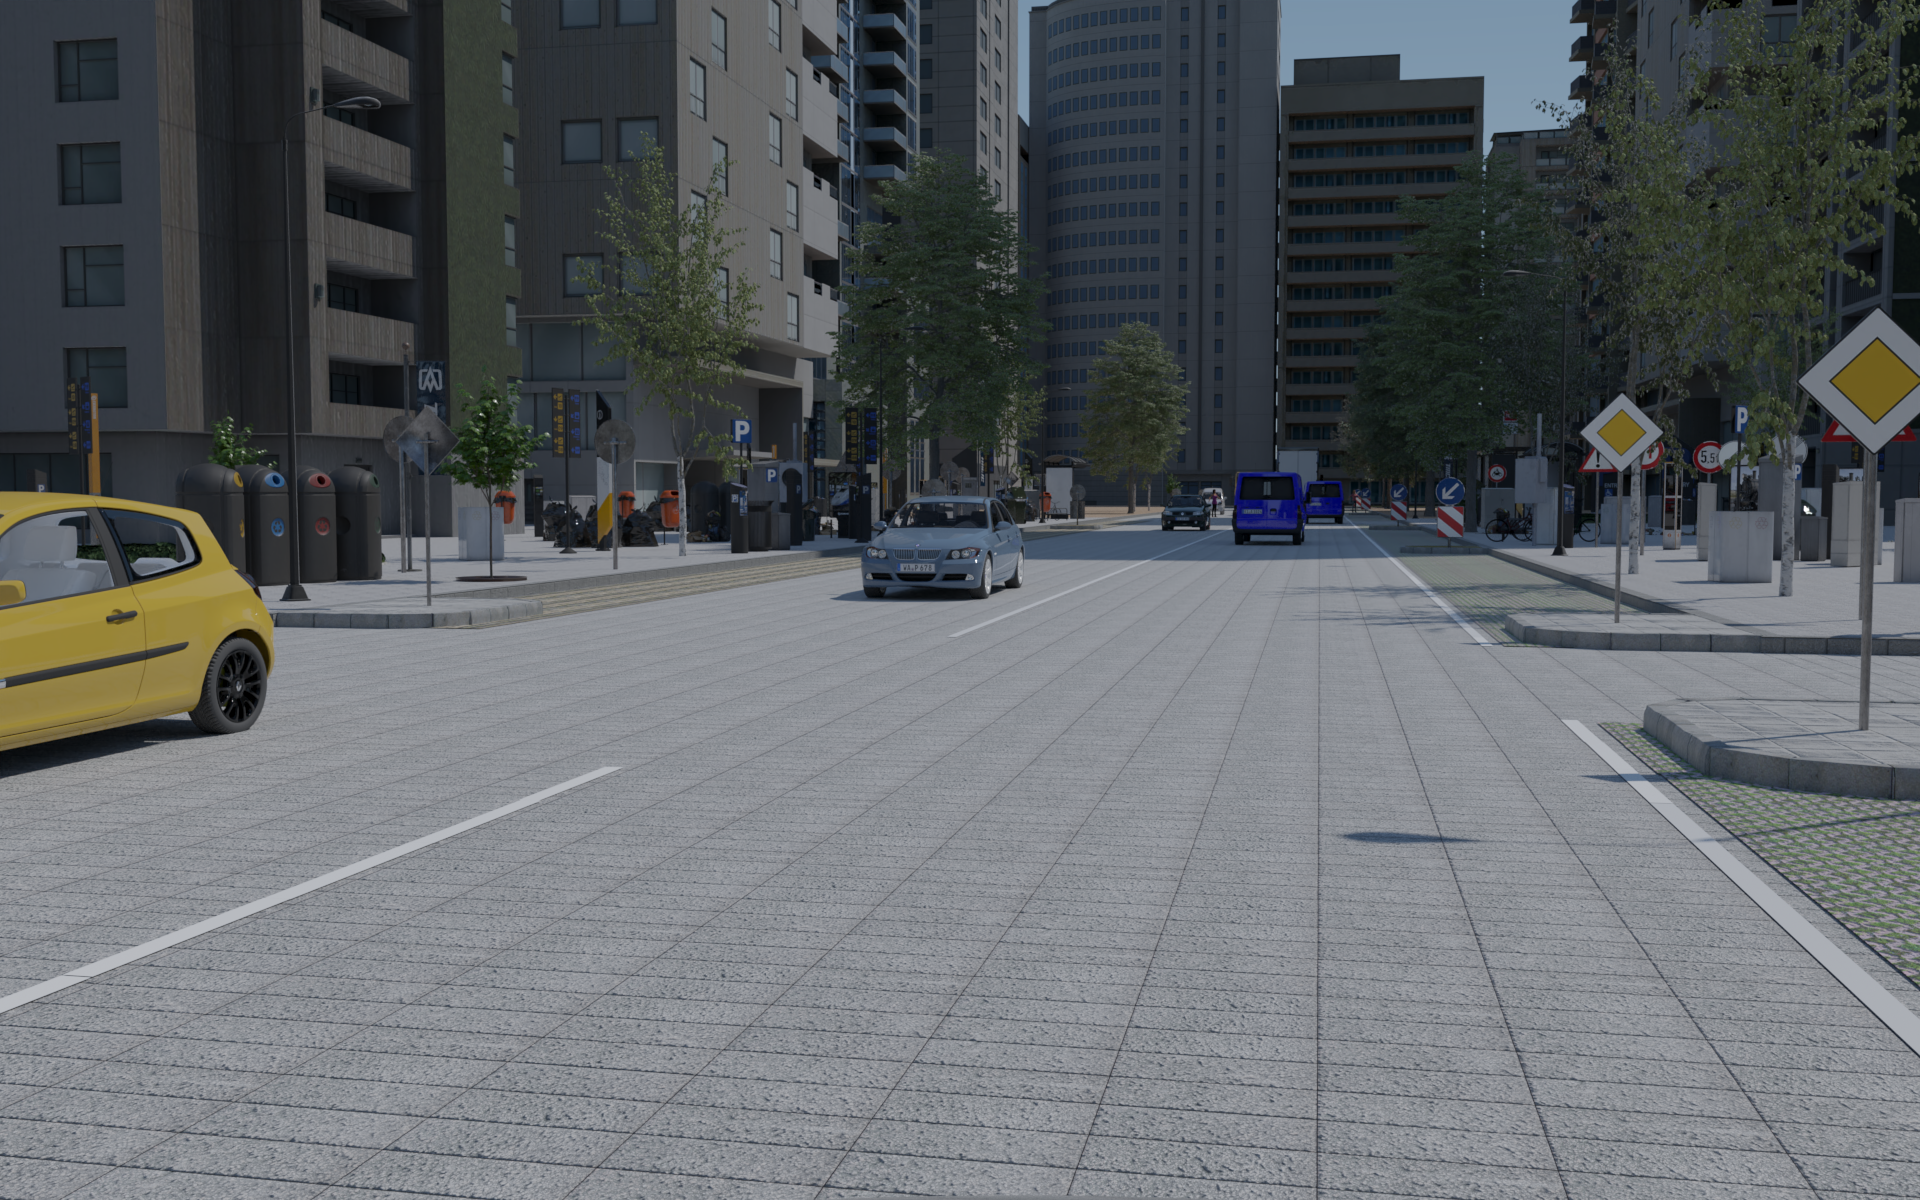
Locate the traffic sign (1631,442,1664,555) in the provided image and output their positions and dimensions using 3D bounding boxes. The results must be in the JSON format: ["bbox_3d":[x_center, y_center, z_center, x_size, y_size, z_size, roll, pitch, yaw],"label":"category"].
[{"bbox_3d":[14.269,-2.206,36.168,0.768,2.556,0.104,1,4,16],"label":"traffic sign"}]

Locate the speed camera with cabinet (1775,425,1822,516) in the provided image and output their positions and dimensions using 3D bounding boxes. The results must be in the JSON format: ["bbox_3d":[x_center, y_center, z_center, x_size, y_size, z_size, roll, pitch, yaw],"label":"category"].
[{"bbox_3d":[23.206,-3.286,48.062,0.660,3.252,2.038,0,4,-5],"label":"speed camera with cabinet"}]

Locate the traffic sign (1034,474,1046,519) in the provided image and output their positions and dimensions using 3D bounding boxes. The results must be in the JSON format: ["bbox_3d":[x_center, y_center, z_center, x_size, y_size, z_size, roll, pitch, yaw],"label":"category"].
[{"bbox_3d":[4.057,-5.245,87.892,0.606,2.300,0.079,1,4,17],"label":"traffic sign"}]

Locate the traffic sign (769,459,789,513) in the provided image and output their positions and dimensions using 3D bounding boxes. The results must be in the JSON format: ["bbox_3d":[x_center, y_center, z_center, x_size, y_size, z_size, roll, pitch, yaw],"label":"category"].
[{"bbox_3d":[-5.216,-2.929,50.014,0.606,2.300,0.079,1,4,14],"label":"traffic sign"}]

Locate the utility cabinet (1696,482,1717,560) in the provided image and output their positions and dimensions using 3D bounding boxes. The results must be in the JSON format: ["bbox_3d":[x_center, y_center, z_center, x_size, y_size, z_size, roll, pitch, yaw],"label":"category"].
[{"bbox_3d":[14.447,-1.518,33.491,0.318,1.500,1.173,1,4,21],"label":"utility cabinet"}]

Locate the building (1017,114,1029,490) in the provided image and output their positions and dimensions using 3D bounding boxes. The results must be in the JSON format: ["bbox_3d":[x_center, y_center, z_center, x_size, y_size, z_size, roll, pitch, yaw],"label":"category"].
[{"bbox_3d":[0.972,-33.714,201.341,14.200,45.320,14.600,1,4,12],"label":"building"}]

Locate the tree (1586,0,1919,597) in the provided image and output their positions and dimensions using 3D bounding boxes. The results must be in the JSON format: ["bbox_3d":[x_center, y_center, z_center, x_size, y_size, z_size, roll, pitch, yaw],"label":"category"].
[{"bbox_3d":[10.150,-4.356,21.576,4.737,8.622,4.395,0,3,0],"label":"tree"}]

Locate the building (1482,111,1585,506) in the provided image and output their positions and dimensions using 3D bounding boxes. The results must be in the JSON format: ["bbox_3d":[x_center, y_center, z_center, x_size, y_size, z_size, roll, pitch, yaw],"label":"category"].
[{"bbox_3d":[64.679,-30.870,188.314,14.086,41.232,14.154,1,4,12],"label":"building"}]

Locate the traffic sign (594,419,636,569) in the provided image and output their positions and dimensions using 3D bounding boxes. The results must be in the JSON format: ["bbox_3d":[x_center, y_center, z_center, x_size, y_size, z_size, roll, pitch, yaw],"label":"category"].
[{"bbox_3d":[-5.866,-1.793,29.416,0.768,2.556,0.104,1,4,14],"label":"traffic sign"}]

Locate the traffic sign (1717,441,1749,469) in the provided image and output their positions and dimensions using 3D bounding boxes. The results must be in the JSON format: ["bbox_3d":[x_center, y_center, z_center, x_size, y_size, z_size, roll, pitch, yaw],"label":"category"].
[{"bbox_3d":[18.539,-2.532,41.496,0.768,2.556,0.104,1,4,21],"label":"traffic sign"}]

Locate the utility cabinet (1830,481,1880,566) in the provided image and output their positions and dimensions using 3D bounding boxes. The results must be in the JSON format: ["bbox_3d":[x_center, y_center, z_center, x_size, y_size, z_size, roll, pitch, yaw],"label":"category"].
[{"bbox_3d":[15.826,-1.343,30.632,1.173,1.500,0.318,-3,4,-39],"label":"utility cabinet"}]

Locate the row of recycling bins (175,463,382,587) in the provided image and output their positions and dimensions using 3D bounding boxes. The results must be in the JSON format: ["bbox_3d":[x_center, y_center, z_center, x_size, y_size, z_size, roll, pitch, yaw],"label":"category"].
[{"bbox_3d":[-9.675,-1.074,24.677,1.069,1.692,3.534,1,4,22],"label":"row of recycling bins"}]

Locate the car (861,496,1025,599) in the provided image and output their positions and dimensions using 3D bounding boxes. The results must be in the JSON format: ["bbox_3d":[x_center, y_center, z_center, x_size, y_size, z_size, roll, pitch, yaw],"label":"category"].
[{"bbox_3d":[-0.158,-0.815,25.320,2.014,1.417,4.499,1,4,11],"label":"car"}]

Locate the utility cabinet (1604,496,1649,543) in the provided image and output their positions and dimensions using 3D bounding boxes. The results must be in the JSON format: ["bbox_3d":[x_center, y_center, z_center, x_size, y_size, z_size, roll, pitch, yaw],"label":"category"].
[{"bbox_3d":[17.647,-2.131,46.000,1.020,1.237,0.306,1,4,11],"label":"utility cabinet"}]

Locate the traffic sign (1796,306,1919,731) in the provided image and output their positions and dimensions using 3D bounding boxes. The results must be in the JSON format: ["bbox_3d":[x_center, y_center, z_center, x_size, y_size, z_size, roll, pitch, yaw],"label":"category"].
[{"bbox_3d":[4.911,-0.349,9.354,0.795,2.450,0.064,1,4,12],"label":"traffic sign"}]

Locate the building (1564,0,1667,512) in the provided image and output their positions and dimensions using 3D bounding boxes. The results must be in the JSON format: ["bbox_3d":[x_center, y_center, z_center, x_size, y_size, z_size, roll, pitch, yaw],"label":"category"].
[{"bbox_3d":[58.293,-29.156,131.328,22.147,44.769,28.867,1,4,12],"label":"building"}]

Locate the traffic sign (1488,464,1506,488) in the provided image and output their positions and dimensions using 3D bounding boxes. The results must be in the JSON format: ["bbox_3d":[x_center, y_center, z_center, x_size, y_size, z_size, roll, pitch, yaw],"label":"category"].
[{"bbox_3d":[22.937,-4.521,74.024,0.768,2.556,0.104,1,4,15],"label":"traffic sign"}]

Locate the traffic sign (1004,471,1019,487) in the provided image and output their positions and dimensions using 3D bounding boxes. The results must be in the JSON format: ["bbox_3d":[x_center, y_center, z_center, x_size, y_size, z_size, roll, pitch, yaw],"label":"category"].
[{"bbox_3d":[2.586,-5.261,87.203,0.795,2.450,0.064,1,4,16],"label":"traffic sign"}]

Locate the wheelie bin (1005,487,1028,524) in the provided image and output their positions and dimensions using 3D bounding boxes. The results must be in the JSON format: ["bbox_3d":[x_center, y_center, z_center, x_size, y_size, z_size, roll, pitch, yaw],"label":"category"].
[{"bbox_3d":[2.395,-4.039,73.948,0.980,1.594,0.693,-2,4,-29],"label":"wheelie bin"}]

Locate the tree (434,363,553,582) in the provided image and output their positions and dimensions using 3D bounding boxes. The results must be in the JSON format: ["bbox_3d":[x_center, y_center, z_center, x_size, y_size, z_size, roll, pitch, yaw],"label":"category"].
[{"bbox_3d":[-7.024,-1.904,25.740,1.663,3.219,1.824,0,3,0],"label":"tree"}]

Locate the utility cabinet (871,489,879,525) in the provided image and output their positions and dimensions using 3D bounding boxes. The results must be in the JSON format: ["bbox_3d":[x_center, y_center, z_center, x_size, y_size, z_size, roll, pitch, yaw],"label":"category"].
[{"bbox_3d":[-3.711,-3.780,70.487,0.318,1.500,1.173,-3,5,-43],"label":"utility cabinet"}]

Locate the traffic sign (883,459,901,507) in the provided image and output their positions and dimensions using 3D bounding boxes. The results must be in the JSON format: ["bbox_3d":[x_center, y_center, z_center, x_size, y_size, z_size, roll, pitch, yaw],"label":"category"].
[{"bbox_3d":[-2.540,-3.879,63.532,0.768,2.556,0.104,1,4,15],"label":"traffic sign"}]

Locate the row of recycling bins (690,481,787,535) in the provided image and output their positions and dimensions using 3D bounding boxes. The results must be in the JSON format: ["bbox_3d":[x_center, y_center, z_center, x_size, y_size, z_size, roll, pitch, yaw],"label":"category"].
[{"bbox_3d":[-6.988,-2.956,55.447,3.534,1.692,1.069,-3,5,-41],"label":"row of recycling bins"}]

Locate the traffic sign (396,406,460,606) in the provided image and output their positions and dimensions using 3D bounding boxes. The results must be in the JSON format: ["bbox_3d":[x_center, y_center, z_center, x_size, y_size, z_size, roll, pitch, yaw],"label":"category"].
[{"bbox_3d":[-6.087,-0.989,19.805,0.795,2.450,0.064,1,4,12],"label":"traffic sign"}]

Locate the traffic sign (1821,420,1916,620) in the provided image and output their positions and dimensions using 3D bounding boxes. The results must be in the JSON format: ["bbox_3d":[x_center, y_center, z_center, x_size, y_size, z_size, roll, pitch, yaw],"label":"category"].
[{"bbox_3d":[9.202,-1.076,17.595,0.884,2.594,0.081,1,4,13],"label":"traffic sign"}]

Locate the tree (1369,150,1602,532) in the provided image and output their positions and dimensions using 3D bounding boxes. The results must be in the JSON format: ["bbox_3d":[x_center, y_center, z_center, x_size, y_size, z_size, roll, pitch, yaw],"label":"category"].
[{"bbox_3d":[17.279,-8.512,57.300,7.486,12.596,7.792,0,3,0],"label":"tree"}]

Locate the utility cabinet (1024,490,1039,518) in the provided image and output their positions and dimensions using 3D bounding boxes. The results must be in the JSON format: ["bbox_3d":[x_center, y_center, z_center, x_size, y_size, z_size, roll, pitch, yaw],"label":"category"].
[{"bbox_3d":[3.689,-5.169,93.184,1.173,1.500,0.318,-1,4,-17],"label":"utility cabinet"}]

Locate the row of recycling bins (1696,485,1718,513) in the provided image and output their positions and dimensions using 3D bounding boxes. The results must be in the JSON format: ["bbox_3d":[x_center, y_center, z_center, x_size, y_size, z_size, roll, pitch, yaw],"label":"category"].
[{"bbox_3d":[33.637,-4.378,78.689,1.069,1.692,3.534,3,4,38],"label":"row of recycling bins"}]

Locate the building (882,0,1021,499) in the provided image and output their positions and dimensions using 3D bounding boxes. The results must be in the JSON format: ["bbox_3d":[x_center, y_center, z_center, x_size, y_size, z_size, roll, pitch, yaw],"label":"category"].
[{"bbox_3d":[-6.557,-43.448,148.620,20.611,71.187,20.563,1,4,12],"label":"building"}]

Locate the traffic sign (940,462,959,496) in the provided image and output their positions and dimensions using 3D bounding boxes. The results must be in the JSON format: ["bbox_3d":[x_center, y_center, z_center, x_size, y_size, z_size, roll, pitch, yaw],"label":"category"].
[{"bbox_3d":[-0.424,-4.141,67.805,0.768,2.556,0.104,1,4,14],"label":"traffic sign"}]

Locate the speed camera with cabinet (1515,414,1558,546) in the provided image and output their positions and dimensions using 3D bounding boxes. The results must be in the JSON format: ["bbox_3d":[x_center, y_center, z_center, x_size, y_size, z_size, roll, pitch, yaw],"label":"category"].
[{"bbox_3d":[14.566,-2.994,43.285,0.660,3.252,2.038,3,5,42],"label":"speed camera with cabinet"}]

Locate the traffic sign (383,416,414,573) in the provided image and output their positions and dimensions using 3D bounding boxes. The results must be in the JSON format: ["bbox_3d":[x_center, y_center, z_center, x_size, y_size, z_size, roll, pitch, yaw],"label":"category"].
[{"bbox_3d":[-9.064,-1.715,28.148,0.768,2.556,0.104,1,4,19],"label":"traffic sign"}]

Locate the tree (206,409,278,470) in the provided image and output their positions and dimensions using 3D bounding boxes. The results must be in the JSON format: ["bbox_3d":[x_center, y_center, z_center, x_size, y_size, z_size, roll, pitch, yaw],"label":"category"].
[{"bbox_3d":[-16.596,-2.727,39.189,1.663,3.219,1.824,0,3,0],"label":"tree"}]

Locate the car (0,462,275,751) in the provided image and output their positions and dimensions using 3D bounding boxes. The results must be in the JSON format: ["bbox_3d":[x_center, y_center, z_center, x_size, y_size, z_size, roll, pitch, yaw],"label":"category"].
[{"bbox_3d":[-5.421,0.063,9.190,2.015,1.641,3.980,1,4,12],"label":"car"}]

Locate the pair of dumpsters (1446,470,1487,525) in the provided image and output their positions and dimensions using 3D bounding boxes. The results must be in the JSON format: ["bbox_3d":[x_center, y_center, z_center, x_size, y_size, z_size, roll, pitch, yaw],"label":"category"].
[{"bbox_3d":[21.158,-4.293,72.681,1.574,2.255,4.437,1,4,12],"label":"pair of dumpsters"}]

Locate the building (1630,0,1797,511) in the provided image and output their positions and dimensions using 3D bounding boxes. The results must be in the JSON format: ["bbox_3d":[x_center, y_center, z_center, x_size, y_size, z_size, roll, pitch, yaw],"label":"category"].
[{"bbox_3d":[56.512,-31.406,102.726,28.713,52.752,27.495,1,4,12],"label":"building"}]

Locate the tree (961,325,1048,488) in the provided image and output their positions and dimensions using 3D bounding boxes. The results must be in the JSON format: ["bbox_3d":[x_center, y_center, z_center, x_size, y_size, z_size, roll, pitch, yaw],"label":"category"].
[{"bbox_3d":[1.754,-7.448,72.137,4.737,8.622,4.395,0,3,0],"label":"tree"}]

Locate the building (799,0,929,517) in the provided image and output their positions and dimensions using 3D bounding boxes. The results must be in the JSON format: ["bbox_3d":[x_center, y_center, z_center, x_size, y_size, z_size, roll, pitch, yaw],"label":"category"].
[{"bbox_3d":[-14.388,-48.901,112.208,22.319,86.520,31.000,1,4,12],"label":"building"}]

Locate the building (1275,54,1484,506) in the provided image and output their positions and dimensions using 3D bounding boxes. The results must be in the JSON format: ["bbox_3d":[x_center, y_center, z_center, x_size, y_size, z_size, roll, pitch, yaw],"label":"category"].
[{"bbox_3d":[46.806,-34.953,195.183,21.600,48.544,21.300,1,4,12],"label":"building"}]

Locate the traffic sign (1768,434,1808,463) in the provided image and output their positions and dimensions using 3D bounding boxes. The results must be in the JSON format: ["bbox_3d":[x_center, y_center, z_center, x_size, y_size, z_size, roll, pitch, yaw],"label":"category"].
[{"bbox_3d":[17.177,-2.197,36.033,0.768,2.556,0.104,1,4,16],"label":"traffic sign"}]

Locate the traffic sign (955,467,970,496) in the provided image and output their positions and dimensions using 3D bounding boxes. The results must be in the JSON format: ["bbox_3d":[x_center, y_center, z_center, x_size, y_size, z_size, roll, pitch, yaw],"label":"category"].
[{"bbox_3d":[0.081,-5.029,82.324,0.768,2.556,0.104,1,4,17],"label":"traffic sign"}]

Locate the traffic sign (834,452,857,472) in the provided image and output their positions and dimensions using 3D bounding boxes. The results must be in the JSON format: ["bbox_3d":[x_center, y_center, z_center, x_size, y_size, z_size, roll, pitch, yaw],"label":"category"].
[{"bbox_3d":[-3.484,-3.214,52.555,0.884,2.594,0.081,1,4,15],"label":"traffic sign"}]

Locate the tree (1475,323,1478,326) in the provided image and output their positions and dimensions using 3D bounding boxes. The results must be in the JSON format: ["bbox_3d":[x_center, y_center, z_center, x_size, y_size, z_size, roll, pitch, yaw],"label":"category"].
[{"bbox_3d":[16.701,-6.056,49.379,4.360,8.622,3.978,0,3,0],"label":"tree"}]

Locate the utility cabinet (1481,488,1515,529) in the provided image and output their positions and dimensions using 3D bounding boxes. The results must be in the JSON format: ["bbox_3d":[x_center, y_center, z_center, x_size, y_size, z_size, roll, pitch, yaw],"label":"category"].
[{"bbox_3d":[19.717,-3.351,63.466,1.173,1.500,0.318,-1,4,-10],"label":"utility cabinet"}]

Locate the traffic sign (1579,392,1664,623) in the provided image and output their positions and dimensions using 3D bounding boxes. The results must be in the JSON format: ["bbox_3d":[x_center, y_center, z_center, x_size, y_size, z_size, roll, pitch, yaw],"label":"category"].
[{"bbox_3d":[6.535,-0.828,17.173,0.795,2.450,0.064,1,4,12],"label":"traffic sign"}]

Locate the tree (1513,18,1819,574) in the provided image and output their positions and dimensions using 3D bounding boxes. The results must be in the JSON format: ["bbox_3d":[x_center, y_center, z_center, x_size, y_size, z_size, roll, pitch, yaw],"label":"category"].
[{"bbox_3d":[11.014,-4.713,27.412,4.360,8.622,3.978,0,3,0],"label":"tree"}]

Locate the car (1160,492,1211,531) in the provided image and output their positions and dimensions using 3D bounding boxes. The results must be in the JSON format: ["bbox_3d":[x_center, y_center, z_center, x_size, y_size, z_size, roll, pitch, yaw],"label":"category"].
[{"bbox_3d":[8.962,-3.592,68.515,2.009,1.686,4.222,1,4,12],"label":"car"}]

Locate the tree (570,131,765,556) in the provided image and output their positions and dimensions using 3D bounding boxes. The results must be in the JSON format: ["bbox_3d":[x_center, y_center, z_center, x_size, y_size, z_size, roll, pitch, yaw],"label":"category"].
[{"bbox_3d":[-5.751,-5.196,35.320,4.737,8.622,4.395,0,3,0],"label":"tree"}]

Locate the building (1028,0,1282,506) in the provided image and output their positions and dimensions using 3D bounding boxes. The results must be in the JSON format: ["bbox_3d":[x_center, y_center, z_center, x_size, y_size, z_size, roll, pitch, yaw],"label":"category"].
[{"bbox_3d":[22.502,-40.265,200.327,28.212,58.520,21.231,1,4,12],"label":"building"}]

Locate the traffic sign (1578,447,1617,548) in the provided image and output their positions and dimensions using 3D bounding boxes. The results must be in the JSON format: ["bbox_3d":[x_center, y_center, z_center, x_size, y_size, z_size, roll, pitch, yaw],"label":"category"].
[{"bbox_3d":[15.264,-2.537,41.480,0.884,2.594,0.081,1,4,19],"label":"traffic sign"}]

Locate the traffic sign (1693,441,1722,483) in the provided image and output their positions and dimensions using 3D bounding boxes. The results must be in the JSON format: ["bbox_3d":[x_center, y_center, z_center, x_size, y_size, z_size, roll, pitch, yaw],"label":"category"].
[{"bbox_3d":[18.079,-2.551,41.822,0.768,2.556,0.104,1,4,13],"label":"traffic sign"}]

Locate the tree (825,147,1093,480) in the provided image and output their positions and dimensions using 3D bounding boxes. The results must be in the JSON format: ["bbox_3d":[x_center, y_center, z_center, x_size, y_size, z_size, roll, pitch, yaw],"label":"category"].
[{"bbox_3d":[-0.430,-8.505,57.184,7.486,12.596,7.792,0,3,0],"label":"tree"}]

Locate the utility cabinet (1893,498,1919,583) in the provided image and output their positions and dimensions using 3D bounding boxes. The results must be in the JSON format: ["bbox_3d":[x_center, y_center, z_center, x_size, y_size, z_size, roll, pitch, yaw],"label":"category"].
[{"bbox_3d":[14.154,-0.855,25.144,1.020,1.237,0.306,0,4,5],"label":"utility cabinet"}]

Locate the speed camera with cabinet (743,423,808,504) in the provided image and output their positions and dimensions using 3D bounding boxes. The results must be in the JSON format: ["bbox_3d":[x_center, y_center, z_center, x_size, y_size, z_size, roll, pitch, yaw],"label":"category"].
[{"bbox_3d":[-5.302,-3.294,48.189,2.038,3.252,0.660,1,4,8],"label":"speed camera with cabinet"}]

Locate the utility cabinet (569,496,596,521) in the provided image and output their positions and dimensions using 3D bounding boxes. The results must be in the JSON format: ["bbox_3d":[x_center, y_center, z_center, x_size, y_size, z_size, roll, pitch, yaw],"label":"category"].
[{"bbox_3d":[-14.174,-3.291,64.963,1.020,1.237,0.306,-3,5,-42],"label":"utility cabinet"}]

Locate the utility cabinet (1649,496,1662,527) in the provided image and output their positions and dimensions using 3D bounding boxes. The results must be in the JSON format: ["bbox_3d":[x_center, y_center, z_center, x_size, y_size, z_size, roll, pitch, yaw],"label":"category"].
[{"bbox_3d":[27.192,-3.421,67.091,0.306,1.237,1.020,-3,4,-39],"label":"utility cabinet"}]
